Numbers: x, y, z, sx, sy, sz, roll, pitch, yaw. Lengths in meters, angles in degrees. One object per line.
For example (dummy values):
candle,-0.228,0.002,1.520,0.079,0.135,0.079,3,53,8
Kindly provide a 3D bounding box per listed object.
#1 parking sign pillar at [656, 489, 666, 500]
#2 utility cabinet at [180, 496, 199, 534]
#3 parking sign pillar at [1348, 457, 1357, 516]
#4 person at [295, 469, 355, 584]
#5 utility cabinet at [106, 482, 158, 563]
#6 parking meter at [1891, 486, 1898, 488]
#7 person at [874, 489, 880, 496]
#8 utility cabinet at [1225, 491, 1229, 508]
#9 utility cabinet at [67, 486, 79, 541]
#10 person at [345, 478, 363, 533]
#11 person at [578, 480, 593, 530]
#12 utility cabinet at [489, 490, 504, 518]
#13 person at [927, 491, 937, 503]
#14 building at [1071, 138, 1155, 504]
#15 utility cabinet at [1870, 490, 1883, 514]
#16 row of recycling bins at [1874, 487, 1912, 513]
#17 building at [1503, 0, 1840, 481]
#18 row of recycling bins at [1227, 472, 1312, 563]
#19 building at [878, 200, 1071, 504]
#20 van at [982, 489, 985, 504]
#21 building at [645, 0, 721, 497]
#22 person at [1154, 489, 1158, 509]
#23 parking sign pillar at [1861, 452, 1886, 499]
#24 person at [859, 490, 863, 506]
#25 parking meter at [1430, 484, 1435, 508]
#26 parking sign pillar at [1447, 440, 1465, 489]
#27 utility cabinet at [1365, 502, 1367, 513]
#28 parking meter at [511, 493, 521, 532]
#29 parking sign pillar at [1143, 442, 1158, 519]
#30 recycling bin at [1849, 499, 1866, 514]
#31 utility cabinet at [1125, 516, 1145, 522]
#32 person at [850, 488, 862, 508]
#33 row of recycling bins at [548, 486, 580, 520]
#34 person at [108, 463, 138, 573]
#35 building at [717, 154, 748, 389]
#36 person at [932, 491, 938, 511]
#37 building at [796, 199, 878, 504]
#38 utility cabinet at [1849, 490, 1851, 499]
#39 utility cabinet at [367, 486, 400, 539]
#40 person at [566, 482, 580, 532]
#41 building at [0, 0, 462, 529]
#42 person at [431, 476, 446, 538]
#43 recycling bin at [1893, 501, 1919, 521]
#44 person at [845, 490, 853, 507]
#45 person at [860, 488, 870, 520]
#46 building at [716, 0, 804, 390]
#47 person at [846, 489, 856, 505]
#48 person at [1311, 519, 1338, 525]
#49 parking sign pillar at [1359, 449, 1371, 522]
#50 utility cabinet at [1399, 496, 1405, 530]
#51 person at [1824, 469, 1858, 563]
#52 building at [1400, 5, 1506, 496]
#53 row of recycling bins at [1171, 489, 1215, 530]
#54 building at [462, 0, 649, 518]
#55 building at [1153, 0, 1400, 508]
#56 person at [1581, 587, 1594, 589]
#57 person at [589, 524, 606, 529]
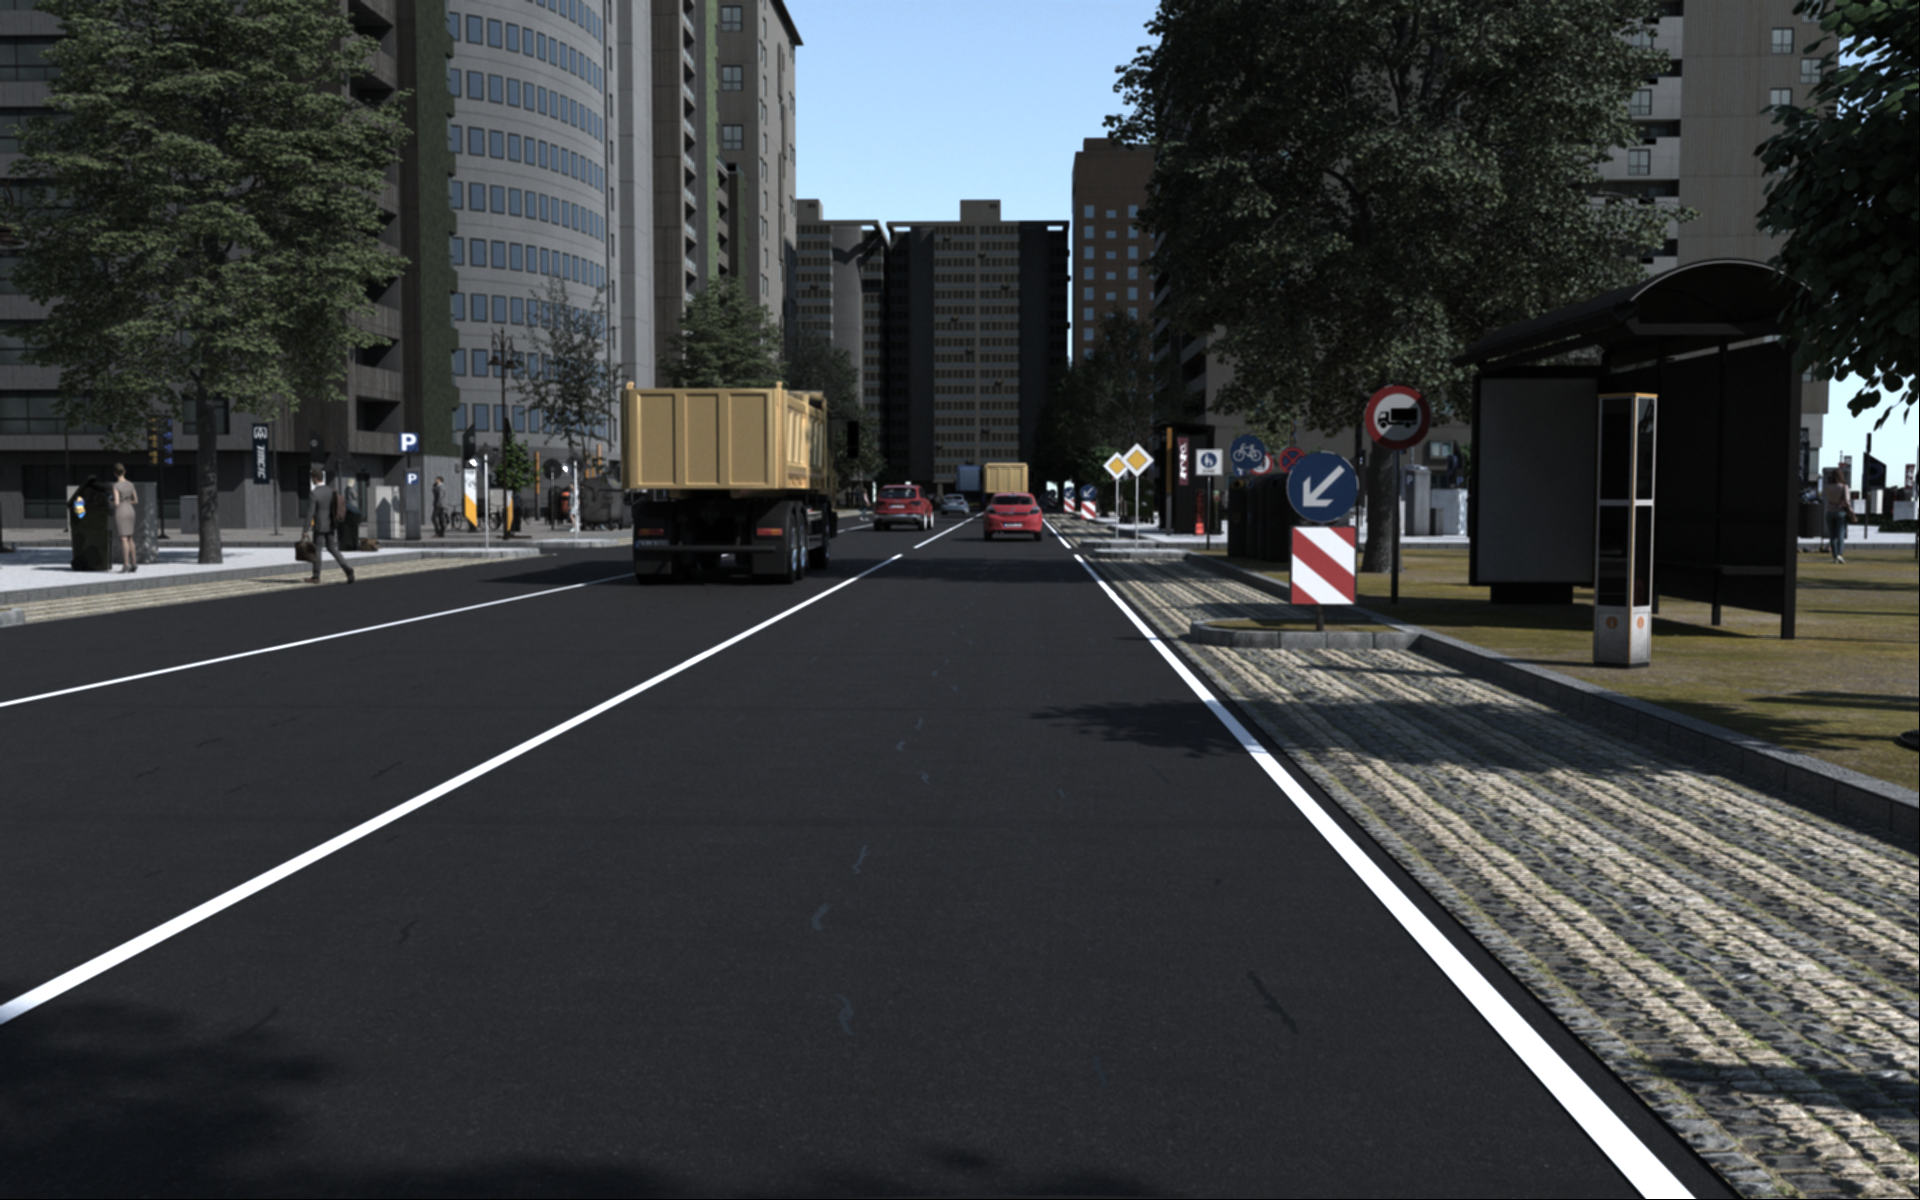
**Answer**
parking sign pillar,-12.825,-5.227,73.926,1.447,3.967,1.447,0,4,-4
utility cabinet,-24.503,-2.705,55.393,1.020,1.237,0.306,2,4,31
parking sign pillar,23.597,-7.046,103.681,1.447,3.967,1.447,0,4,-4
person,-10.114,-1.168,27.559,0.822,1.834,0.622,1,4,18
utility cabinet,-15.422,-1.429,32.037,1.173,1.500,0.318,1,4,21
parking meter,64.907,-7.015,120.410,0.399,1.863,0.255,0,4,0
person,-8.618,-10.970,185.408,1.348,1.823,0.705,-1,4,-9
utility cabinet,18.782,-6.737,118.822,1.173,1.500,0.318,2,4,27
utility cabinet,-23.676,-2.360,47.268,1.173,1.500,0.318,-1,4,-9
person,-20.255,-3.150,57.724,0.526,1.800,0.537,-3,5,-43
person,-13.527,-3.435,62.539,0.599,1.781,0.374,1,4,18
utility cabinet,-23.827,-4.970,89.945,1.173,1.500,0.318,-1,4,-21
person,-2.619,-9.062,157.347,1.217,1.739,0.721,-2,4,-27
building,21.536,-34.900,220.729,14.200,45.320,14.600,0,4,2
utility cabinet,46.438,-4.838,87.784,0.318,1.500,1.173,3,5,40
row of recycling bins,57.112,-6.064,106.252,1.069,1.692,3.534,0,4,0
building,67.367,-35.639,171.935,27.495,52.752,28.713,0,4,2
row of recycling bins,6.134,-1.651,34.114,1.069,1.692,3.534,0,4,-7
building,2.655,-32.994,231.328,23.993,40.220,32.217,0,4,2
van,1.879,-11.317,189.419,2.240,2.365,5.245,0,4,1
building,-26.215,-27.300,129.953,14.154,41.232,14.086,0,4,2
person,16.836,-8.778,150.358,1.217,1.735,0.721,1,4,21
parking sign pillar,57.493,-7.369,108.950,1.447,3.967,1.447,2,4,35
person,-10.256,-10.573,179.709,0.445,1.727,0.742,3,5,43
parking meter,26.519,-5.607,97.387,0.255,1.863,0.399,2,4,26
parking sign pillar,24.485,-5.937,85.549,1.447,3.967,1.447,0,4,-3
utility cabinet,27.336,-6.423,116.177,1.020,1.237,0.306,-3,5,-40
parking meter,-15.181,-3.096,59.036,0.372,1.533,0.369,0,3,0
parking sign pillar,9.590,-6.208,89.967,1.447,3.967,1.447,-1,4,-22
recycling bin,42.865,-4.296,82.794,0.722,1.027,0.722,0,4,0
utility cabinet,8.055,-4.290,78.818,1.173,1.500,0.318,3,5,39
person,-9.525,-9.463,160.751,1.348,1.826,0.705,0,4,-6
row of recycling bins,-19.020,-4.859,86.565,3.534,1.692,1.069,1,4,19
person,-13.578,-1.327,28.087,0.374,1.781,0.599,1,4,14
building,-25.851,-22.833,145.013,14.160,30.474,14.107,0,4,2
person,-2.114,-8.277,144.626,0.742,1.727,0.445,2,4,26
building,-21.367,-32.967,230.898,23.993,40.220,32.217,0,4,2
utility cabinet,46.926,-5.091,91.914,0.318,1.500,1.173,1,4,11
utility cabinet,-16.480,-2.495,49.471,0.318,1.500,1.173,1,4,14
person,-13.298,-3.205,59.455,0.522,1.701,0.512,-3,5,-44
building,-29.186,-18.168,68.753,14.160,30.474,14.107,0,4,2
person,-15.423,-2.749,51.172,0.473,1.802,0.592,0,4,6
recycling bin,33.850,-3.024,61.997,0.722,1.027,0.722,2,4,35
person,-10.861,-9.934,169.261,0.742,1.727,0.445,-1,4,-15
person,-5.234,-5.227,94.555,0.643,1.750,0.593,-2,4,-24
building,-31.118,-35.808,174.695,27.495,52.752,28.713,0,4,2
person,-12.279,-11.634,196.224,1.348,1.831,0.705,-2,4,-35
person,6.289,-1.456,29.944,0.767,1.812,0.694,-2,4,-32
parking sign pillar,19.215,-5.524,78.783,1.447,3.967,1.447,0,4,-3
utility cabinet,15.588,-3.055,61.109,1.020,1.237,0.306,-1,4,-18
person,16.338,-1.565,32.219,0.643,1.750,0.593,-3,5,-41
building,28.744,-31.196,133.760,21.300,48.544,21.600,0,4,2
row of recycling bins,8.612,-3.474,63.911,1.069,1.692,3.534,2,4,26
building,-32.466,-34.426,104.871,21.231,58.520,28.212,0,4,2
building,31.276,-33.819,176.645,21.300,48.544,21.600,0,4,2
person,8.423,-1.055,23.534,0.529,1.795,0.600,3,4,37
person,-13.166,-3.446,63.218,0.643,1.720,0.563,1,4,20
